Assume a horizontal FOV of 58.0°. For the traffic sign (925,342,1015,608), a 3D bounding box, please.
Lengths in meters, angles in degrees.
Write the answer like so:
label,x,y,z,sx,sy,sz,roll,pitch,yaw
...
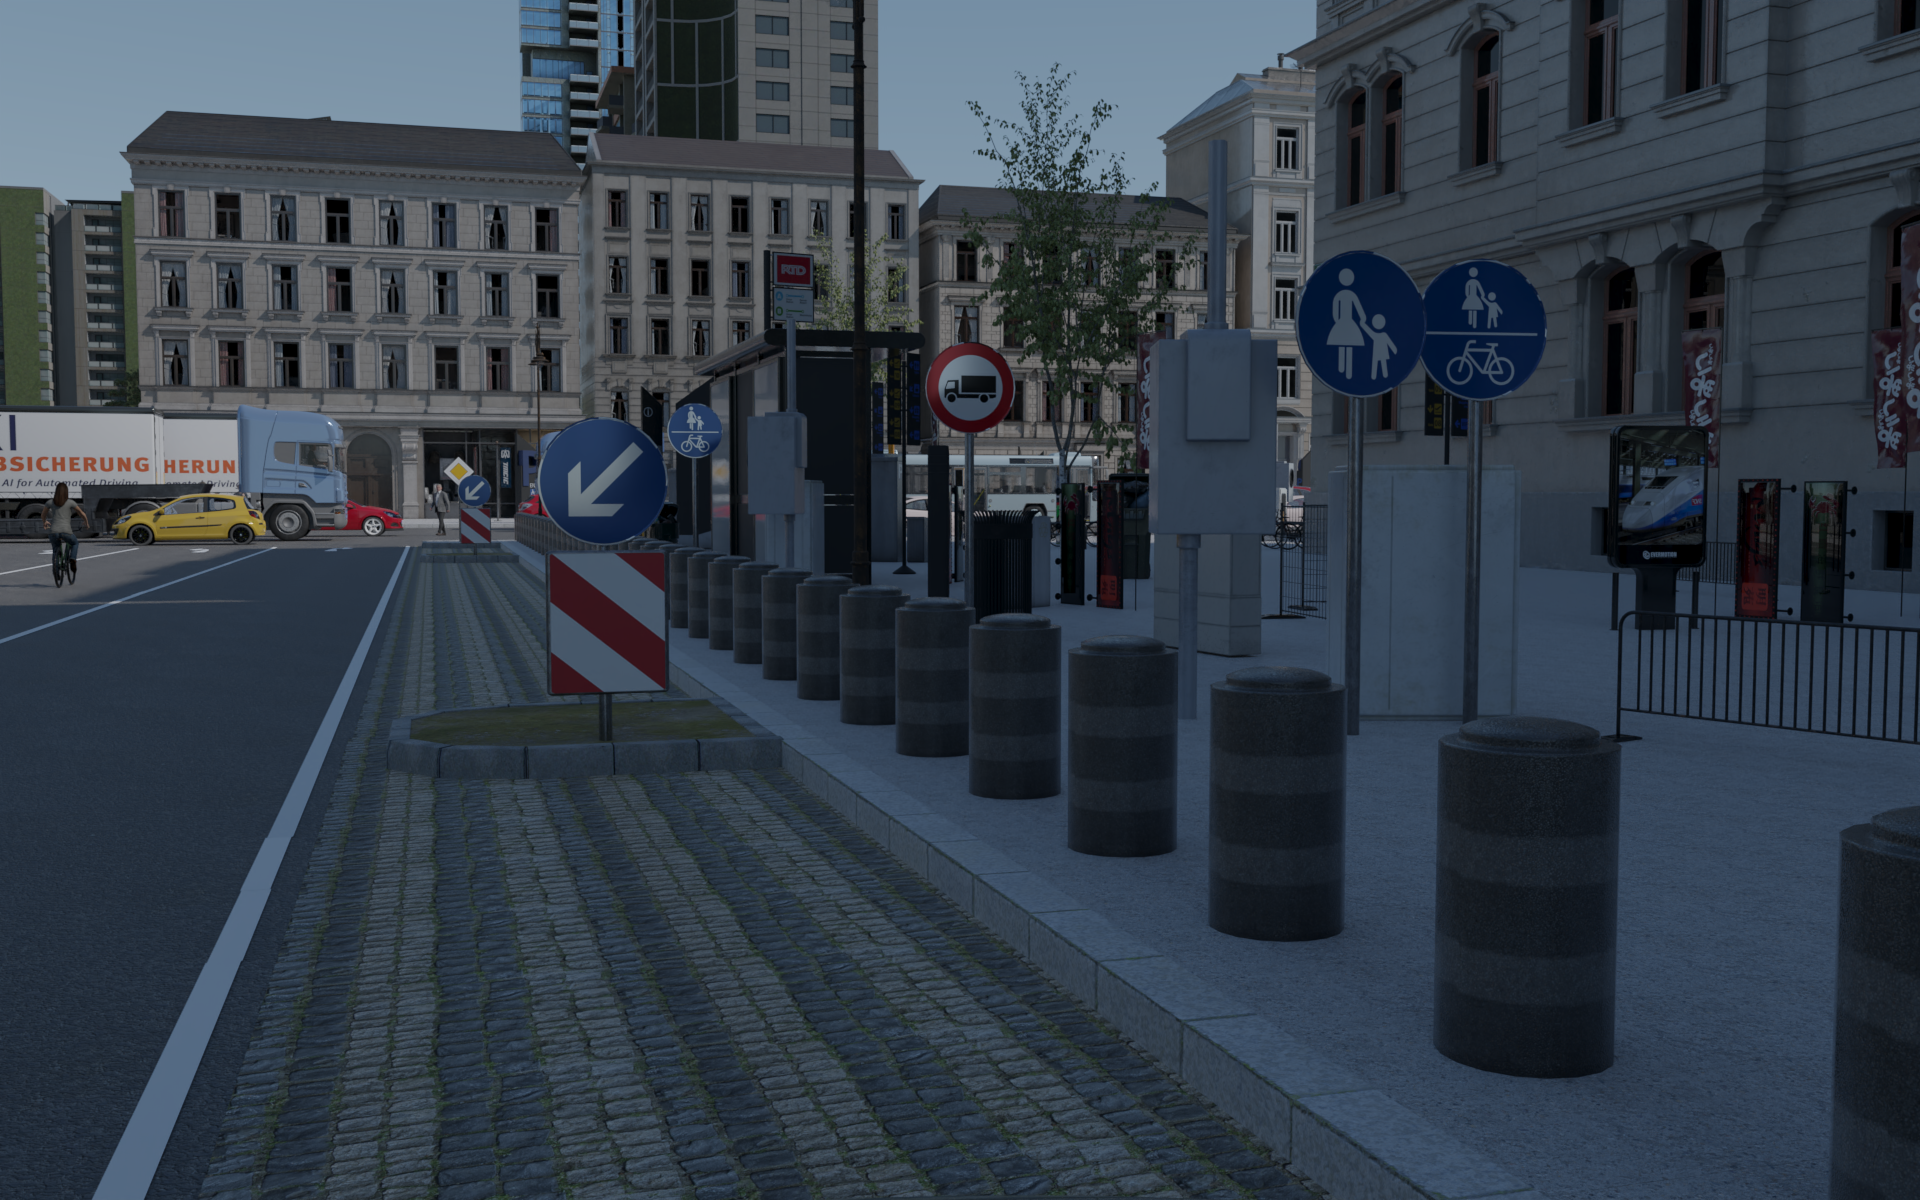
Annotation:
label,x,y,z,sx,sy,sz,roll,pitch,yaw
traffic sign,0.080,-0.886,14.587,0.768,2.556,0.104,-1,4,-11

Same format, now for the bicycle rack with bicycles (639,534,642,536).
label,x,y,z,sx,sy,sz,roll,pitch,yaw
bicycle rack with bicycles,-7.631,-1.969,45.572,2.852,0.926,2.925,2,4,26

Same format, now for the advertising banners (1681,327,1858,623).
label,x,y,z,sx,sy,sz,roll,pitch,yaw
advertising banners,8.197,-1.316,17.700,0.090,3.025,2.074,-2,4,-27

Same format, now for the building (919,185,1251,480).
label,x,y,z,sx,sy,sz,roll,pitch,yaw
building,6.058,-14.558,102.647,19.286,19.102,10.561,-1,4,-17

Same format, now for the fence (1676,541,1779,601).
label,x,y,z,sx,sy,sz,roll,pitch,yaw
fence,9.500,-0.392,21.788,0.278,0.683,2.069,-1,4,-12

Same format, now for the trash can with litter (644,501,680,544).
label,x,y,z,sx,sy,sz,roll,pitch,yaw
trash can with litter,-4.653,-0.914,26.332,0.624,1.170,1.055,-2,4,-27

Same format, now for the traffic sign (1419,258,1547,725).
label,x,y,z,sx,sy,sz,roll,pitch,yaw
traffic sign,2.816,-0.574,9.484,0.768,2.556,0.104,-1,4,-9

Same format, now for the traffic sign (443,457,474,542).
label,x,y,z,sx,sy,sz,roll,pitch,yaw
traffic sign,-13.465,-2.626,46.578,0.795,2.450,0.064,-1,4,-17

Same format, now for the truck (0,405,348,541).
label,x,y,z,sx,sy,sz,roll,pitch,yaw
truck,-27.383,-3.763,51.279,18.799,4.110,2.967,-1,4,-17

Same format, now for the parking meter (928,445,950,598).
label,x,y,z,sx,sy,sz,roll,pitch,yaw
parking meter,-0.258,-0.933,20.960,0.255,1.863,0.399,0,4,1

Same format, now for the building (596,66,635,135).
label,x,y,z,sx,sy,sz,roll,pitch,yaw
building,-25.696,-32.082,179.165,22.147,44.769,28.867,-1,4,-17

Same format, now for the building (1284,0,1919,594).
label,x,y,z,sx,sy,sz,roll,pitch,yaw
building,16.694,-14.729,28.211,14.401,28.519,23.554,-1,4,-17

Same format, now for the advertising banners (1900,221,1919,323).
label,x,y,z,sx,sy,sz,roll,pitch,yaw
advertising banners,6.138,-0.867,10.365,0.090,3.025,2.074,0,4,1

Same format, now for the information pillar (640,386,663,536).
label,x,y,z,sx,sy,sz,roll,pitch,yaw
information pillar,-6.709,-2.833,37.678,0.504,3.616,0.183,-2,4,-33

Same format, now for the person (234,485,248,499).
label,x,y,z,sx,sy,sz,roll,pitch,yaw
person,-24.293,-3.027,58.409,0.576,1.772,0.534,-3,5,-41

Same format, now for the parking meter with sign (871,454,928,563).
label,x,y,z,sx,sy,sz,roll,pitch,yaw
parking meter with sign,-1.428,-2.226,32.661,1.738,3.016,0.543,1,4,18

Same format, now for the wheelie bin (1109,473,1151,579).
label,x,y,z,sx,sy,sz,roll,pitch,yaw
wheelie bin,2.611,-1.123,26.268,0.980,1.594,0.693,0,4,2

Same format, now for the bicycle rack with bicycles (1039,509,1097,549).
label,x,y,z,sx,sy,sz,roll,pitch,yaw
bicycle rack with bicycles,2.642,-1.722,41.534,2.925,0.926,2.852,3,4,36

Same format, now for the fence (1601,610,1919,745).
label,x,y,z,sx,sy,sz,roll,pitch,yaw
fence,3.985,0.440,8.183,0.278,0.683,2.069,-2,4,-35

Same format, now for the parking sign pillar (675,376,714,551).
label,x,y,z,sx,sy,sz,roll,pitch,yaw
parking sign pillar,-5.043,-2.841,34.927,1.447,3.967,1.447,0,4,7

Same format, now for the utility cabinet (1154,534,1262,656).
label,x,y,z,sx,sy,sz,roll,pitch,yaw
utility cabinet,2.011,-0.330,14.081,0.318,1.500,1.173,-2,4,-24

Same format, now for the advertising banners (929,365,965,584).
label,x,y,z,sx,sy,sz,roll,pitch,yaw
advertising banners,-0.181,-1.735,24.551,0.090,3.025,2.074,1,4,13

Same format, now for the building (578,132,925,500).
label,x,y,z,sx,sy,sz,roll,pitch,yaw
building,-12.034,-15.193,97.555,18.267,20.994,9.793,-1,4,-17

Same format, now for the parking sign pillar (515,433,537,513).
label,x,y,z,sx,sy,sz,roll,pitch,yaw
parking sign pillar,-19.170,-5.430,77.251,1.447,3.967,1.447,3,4,38

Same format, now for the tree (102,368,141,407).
label,x,y,z,sx,sy,sz,roll,pitch,yaw
tree,-80.462,-16.003,169.077,7.806,13.903,7.818,0,3,0

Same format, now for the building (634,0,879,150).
label,x,y,z,sx,sy,sz,roll,pitch,yaw
building,-19.706,-43.799,154.367,20.563,71.187,20.611,-1,4,-17

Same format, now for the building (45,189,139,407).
label,x,y,z,sx,sy,sz,roll,pitch,yaw
building,-113.735,-33.705,234.678,14.086,41.232,14.154,-1,4,-17

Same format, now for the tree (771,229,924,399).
label,x,y,z,sx,sy,sz,roll,pitch,yaw
tree,-3.023,-5.918,47.123,4.737,8.622,4.395,0,3,0

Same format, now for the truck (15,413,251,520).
label,x,y,z,sx,sy,sz,roll,pitch,yaw
truck,-30.260,-4.349,60.027,11.283,4.237,2.839,-1,4,-18

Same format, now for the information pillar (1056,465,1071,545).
label,x,y,z,sx,sy,sz,roll,pitch,yaw
information pillar,2.627,-2.418,44.031,0.304,2.012,0.304,-1,4,-18

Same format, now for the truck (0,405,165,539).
label,x,y,z,sx,sy,sz,roll,pitch,yaw
truck,-31.693,-4.066,55.392,11.283,4.237,2.839,-1,4,-18

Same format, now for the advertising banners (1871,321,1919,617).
label,x,y,z,sx,sy,sz,roll,pitch,yaw
advertising banners,9.994,-1.305,17.528,0.090,3.025,2.074,-1,4,-16

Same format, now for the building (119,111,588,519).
label,x,y,z,sx,sy,sz,roll,pitch,yaw
building,-40.077,-14.552,88.829,40.483,20.767,10.553,-1,4,-17

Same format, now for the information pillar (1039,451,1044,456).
label,x,y,z,sx,sy,sz,roll,pitch,yaw
information pillar,4.341,-6.247,93.497,0.504,3.616,0.183,3,5,40

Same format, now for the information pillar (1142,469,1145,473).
label,x,y,z,sx,sy,sz,roll,pitch,yaw
information pillar,9.949,-6.348,95.150,0.504,3.616,0.183,0,4,1

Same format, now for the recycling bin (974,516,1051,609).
label,x,y,z,sx,sy,sz,roll,pitch,yaw
recycling bin,0.550,-0.439,19.734,0.722,1.027,0.722,3,4,39

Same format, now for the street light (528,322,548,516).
label,x,y,z,sx,sy,sz,roll,pitch,yaw
street light,-11.374,-4.527,46.800,0.468,5.910,1.993,-1,4,-17

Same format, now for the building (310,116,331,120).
label,x,y,z,sx,sy,sz,roll,pitch,yaw
building,-81.742,-40.518,251.707,27.495,52.752,28.713,-1,4,-17

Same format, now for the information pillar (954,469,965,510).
label,x,y,z,sx,sy,sz,roll,pitch,yaw
information pillar,0.035,-2.777,49.892,0.304,2.012,0.304,2,4,26

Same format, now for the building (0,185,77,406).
label,x,y,z,sx,sy,sz,roll,pitch,yaw
building,-127.668,-33.474,230.891,14.086,41.232,14.154,-1,4,-17

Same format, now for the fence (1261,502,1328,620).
label,x,y,z,sx,sy,sz,roll,pitch,yaw
fence,3.501,-0.342,16.799,0.480,1.192,2.264,-1,4,-11

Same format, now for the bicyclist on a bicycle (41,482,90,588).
label,x,y,z,sx,sy,sz,roll,pitch,yaw
bicyclist on a bicycle,-13.886,-1.028,26.829,1.499,1.676,1.625,-1,4,-17

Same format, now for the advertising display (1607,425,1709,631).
label,x,y,z,sx,sy,sz,roll,pitch,yaw
advertising display,6.582,-0.681,16.346,0.974,1.923,0.123,-1,4,-12

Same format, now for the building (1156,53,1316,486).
label,x,y,z,sx,sy,sz,roll,pitch,yaw
building,24.388,-19.809,109.775,20.117,28.700,13.634,-1,4,-17

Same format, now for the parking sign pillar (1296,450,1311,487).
label,x,y,z,sx,sy,sz,roll,pitch,yaw
parking sign pillar,18.628,-6.391,92.959,1.447,3.967,1.447,-3,5,-41

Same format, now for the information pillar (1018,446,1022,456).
label,x,y,z,sx,sy,sz,roll,pitch,yaw
information pillar,2.931,-5.725,84.964,0.183,3.616,0.504,1,4,14

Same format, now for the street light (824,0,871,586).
label,x,y,z,sx,sy,sz,roll,pitch,yaw
street light,-0.661,-2.359,11.364,0.468,5.910,1.993,-1,4,-17

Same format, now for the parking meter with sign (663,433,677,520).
label,x,y,z,sx,sy,sz,roll,pitch,yaw
parking meter with sign,-7.792,-3.198,48.548,1.738,3.016,0.543,2,4,26

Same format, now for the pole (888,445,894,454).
label,x,y,z,sx,sy,sz,roll,pitch,yaw
pole,-2.011,-3.481,50.757,0.158,3.312,0.155,0,3,0

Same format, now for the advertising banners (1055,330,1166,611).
label,x,y,z,sx,sy,sz,roll,pitch,yaw
advertising banners,1.670,-1.420,19.404,0.090,3.025,2.074,-2,4,-30

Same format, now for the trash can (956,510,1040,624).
label,x,y,z,sx,sy,sz,roll,pitch,yaw
trash can,0.339,-0.228,15.381,0.748,1.137,0.748,0,3,0

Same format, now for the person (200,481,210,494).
label,x,y,z,sx,sy,sz,roll,pitch,yaw
person,-24.457,-2.923,56.203,0.656,1.842,0.836,1,4,20

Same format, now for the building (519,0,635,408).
label,x,y,z,sx,sy,sz,roll,pitch,yaw
building,-52.910,-57.720,256.388,31.000,86.520,22.319,-1,4,-17

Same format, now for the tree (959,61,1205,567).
label,x,y,z,sx,sy,sz,roll,pitch,yaw
tree,1.883,-4.866,29.925,4.737,8.622,4.395,0,3,0

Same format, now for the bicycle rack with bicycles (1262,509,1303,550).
label,x,y,z,sx,sy,sz,roll,pitch,yaw
bicycle rack with bicycles,7.860,-1.666,40.623,2.925,0.926,2.852,1,4,10

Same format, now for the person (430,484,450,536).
label,x,y,z,sx,sy,sz,roll,pitch,yaw
person,-17.901,-3.095,59.506,0.661,1.777,0.834,1,4,14

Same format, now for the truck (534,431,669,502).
label,x,y,z,sx,sy,sz,roll,pitch,yaw
truck,-8.658,-5.010,71.676,18.799,4.110,2.967,-1,4,-15
